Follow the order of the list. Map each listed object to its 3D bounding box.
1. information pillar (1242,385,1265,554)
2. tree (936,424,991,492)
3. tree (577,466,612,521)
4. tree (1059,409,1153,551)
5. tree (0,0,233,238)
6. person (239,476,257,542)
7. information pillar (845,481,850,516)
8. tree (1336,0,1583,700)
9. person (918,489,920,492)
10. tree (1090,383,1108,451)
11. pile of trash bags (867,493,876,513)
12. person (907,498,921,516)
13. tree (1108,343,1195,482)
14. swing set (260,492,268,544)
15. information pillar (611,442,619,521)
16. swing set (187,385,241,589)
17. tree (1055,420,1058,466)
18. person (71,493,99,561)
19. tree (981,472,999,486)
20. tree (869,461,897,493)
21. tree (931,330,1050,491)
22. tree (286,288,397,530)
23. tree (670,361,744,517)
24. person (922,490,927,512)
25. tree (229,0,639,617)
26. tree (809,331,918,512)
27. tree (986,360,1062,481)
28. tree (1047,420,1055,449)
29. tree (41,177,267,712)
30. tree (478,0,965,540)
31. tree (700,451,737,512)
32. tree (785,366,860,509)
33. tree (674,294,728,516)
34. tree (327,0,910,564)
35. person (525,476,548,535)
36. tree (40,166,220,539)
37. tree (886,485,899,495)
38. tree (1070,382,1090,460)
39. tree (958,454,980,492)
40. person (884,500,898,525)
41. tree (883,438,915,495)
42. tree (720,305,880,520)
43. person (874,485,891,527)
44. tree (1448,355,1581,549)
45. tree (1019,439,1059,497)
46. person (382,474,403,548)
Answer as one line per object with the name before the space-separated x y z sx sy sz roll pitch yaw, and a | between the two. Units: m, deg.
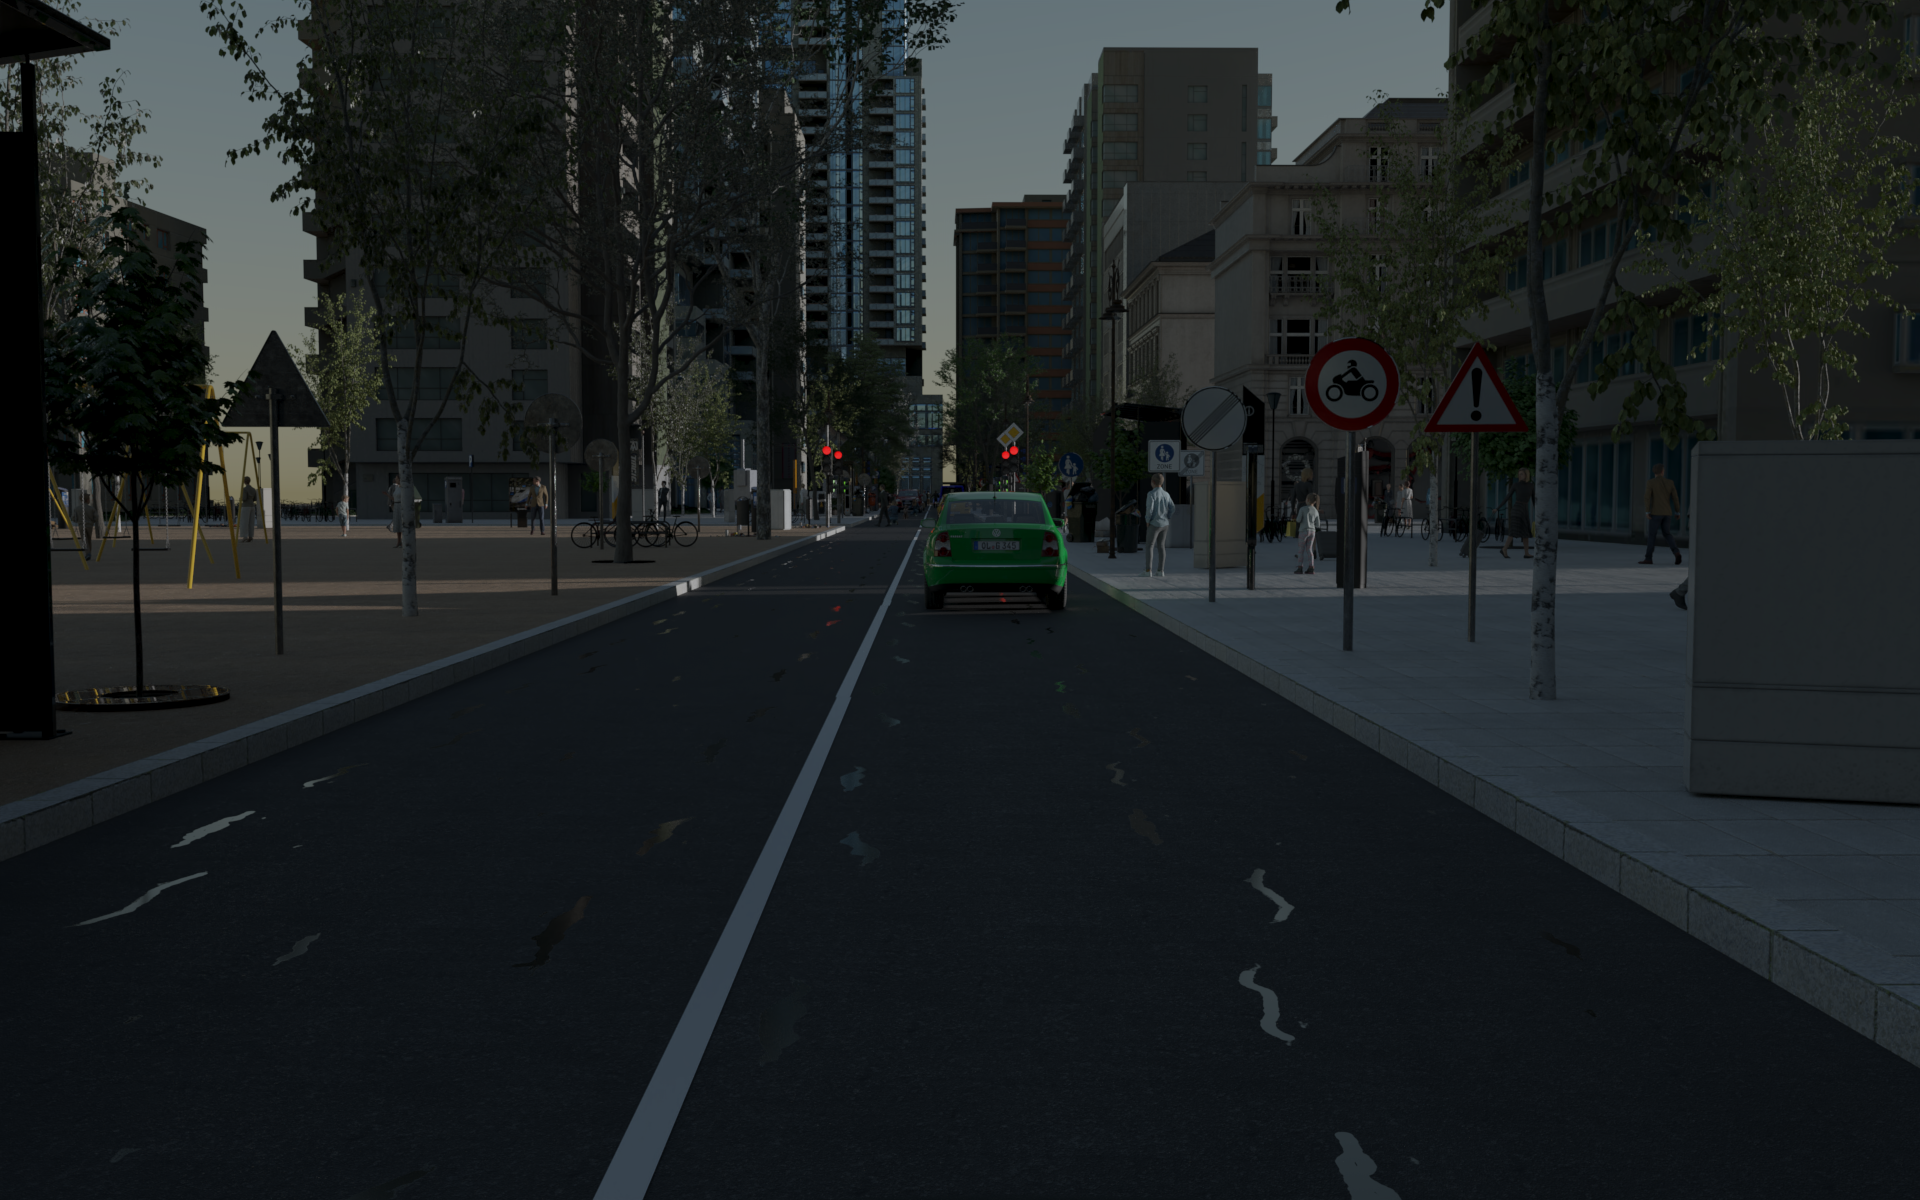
information pillar | 6.274 -2.800 37.141 0.504 3.616 0.183 1 4 14
tree | 0.491 -15.994 195.918 7.601 10.594 8.767 -3 5 -41
tree | -17.372 -5.445 83.625 1.663 3.219 1.824 0 3 0
tree | 3.564 -2.749 39.544 1.663 3.219 1.824 0 3 0
tree | -10.719 -4.204 19.097 4.360 8.622 3.978 0 3 0
person | -18.991 -2.418 46.126 0.362 1.759 0.519 1 4 22
information pillar | -6.486 -5.833 99.866 0.304 2.012 0.304 0 4 -1
tree | 3.849 -3.676 10.459 4.737 8.622 4.395 0 3 0
person | -3.460 -8.234 142.996 0.818 1.842 0.514 -2 4 -34
tree | 10.206 -9.468 105.162 4.360 8.622 3.978 0 3 0
pile of trash bags | -7.235 -6.621 118.013 3.447 1.369 1.912 -2 4 -34
person | -2.904 -6.047 112.868 1.012 1.151 0.738 2 4 26
tree | 9.752 -8.188 84.238 4.360 8.622 3.978 0 3 0
swing set | -19.037 -2.788 43.197 3.119 2.851 2.862 0 4 -7
information pillar | -15.606 -5.322 78.374 0.183 3.616 0.504 1 4 20
swing set | -11.986 -1.651 24.621 3.119 2.851 2.862 -1 4 -10
tree | 9.380 -10.547 122.804 4.737 8.622 4.395 0 3 0
person | -16.858 -1.410 33.368 0.475 1.303 0.640 -3 5 -41
tree | 2.747 -9.568 151.045 1.663 3.219 1.824 0 3 0
tree | -8.427 -12.589 189.536 4.285 4.588 4.351 0 3 0
tree | 1.919 -11.337 111.107 9.928 11.665 9.643 0 3 0
tree | -22.036 -6.787 61.335 4.737 8.622 4.395 0 3 0
tree | -13.703 -8.851 95.079 4.737 8.622 4.395 0 3 0
person | -2.911 -7.914 138.379 0.515 1.767 0.782 1 4 21
tree | -5.648 -4.122 17.751 4.360 8.622 3.978 0 3 0
tree | -6.768 -12.372 120.401 7.486 12.596 7.792 0 3 0
tree | 3.240 -8.789 94.061 4.360 8.622 3.978 0 3 0
tree | 9.761 -11.640 140.681 4.737 8.622 4.395 0 3 0
tree | -5.004 -0.986 10.718 1.663 3.219 1.824 0 3 0
tree | -7.003 -11.769 48.306 12.611 20.169 13.585 0 3 0
tree | -17.909 -8.732 126.481 4.285 4.588 4.351 0 3 0
tree | -7.446 -8.900 95.880 4.737 8.622 4.395 0 3 0
tree | -10.854 -6.883 62.891 4.360 8.622 3.978 0 3 0
tree | -6.128 -7.434 31.916 12.009 13.543 11.850 0 3 0
person | -13.280 -2.957 54.296 0.656 1.842 0.836 -3 4 -36
tree | -25.058 -7.054 49.745 7.601 10.594 8.767 1 4 23
tree | -7.796 -12.471 198.508 1.663 3.219 1.824 0 3 0
tree | 9.246 -10.003 113.916 4.360 8.622 3.978 0 3 0
tree | 1.174 -16.859 226.010 4.737 8.622 4.395 0 3 0
person | -3.227 -4.081 80.715 1.012 1.151 0.738 -2 4 -24
tree | -7.632 -15.993 211.847 4.360 8.622 3.978 0 3 0
tree | -7.326 -9.233 85.373 7.601 10.594 8.767 3 5 40
person | -3.414 -4.159 76.273 0.755 1.850 0.659 1 4 9
tree | 13.099 -3.506 41.030 4.285 4.588 4.351 0 3 0
tree | 2.977 -4.037 60.604 1.663 3.219 1.824 0 3 0
person | -13.409 -2.117 41.225 0.480 1.755 0.524 3 4 36
